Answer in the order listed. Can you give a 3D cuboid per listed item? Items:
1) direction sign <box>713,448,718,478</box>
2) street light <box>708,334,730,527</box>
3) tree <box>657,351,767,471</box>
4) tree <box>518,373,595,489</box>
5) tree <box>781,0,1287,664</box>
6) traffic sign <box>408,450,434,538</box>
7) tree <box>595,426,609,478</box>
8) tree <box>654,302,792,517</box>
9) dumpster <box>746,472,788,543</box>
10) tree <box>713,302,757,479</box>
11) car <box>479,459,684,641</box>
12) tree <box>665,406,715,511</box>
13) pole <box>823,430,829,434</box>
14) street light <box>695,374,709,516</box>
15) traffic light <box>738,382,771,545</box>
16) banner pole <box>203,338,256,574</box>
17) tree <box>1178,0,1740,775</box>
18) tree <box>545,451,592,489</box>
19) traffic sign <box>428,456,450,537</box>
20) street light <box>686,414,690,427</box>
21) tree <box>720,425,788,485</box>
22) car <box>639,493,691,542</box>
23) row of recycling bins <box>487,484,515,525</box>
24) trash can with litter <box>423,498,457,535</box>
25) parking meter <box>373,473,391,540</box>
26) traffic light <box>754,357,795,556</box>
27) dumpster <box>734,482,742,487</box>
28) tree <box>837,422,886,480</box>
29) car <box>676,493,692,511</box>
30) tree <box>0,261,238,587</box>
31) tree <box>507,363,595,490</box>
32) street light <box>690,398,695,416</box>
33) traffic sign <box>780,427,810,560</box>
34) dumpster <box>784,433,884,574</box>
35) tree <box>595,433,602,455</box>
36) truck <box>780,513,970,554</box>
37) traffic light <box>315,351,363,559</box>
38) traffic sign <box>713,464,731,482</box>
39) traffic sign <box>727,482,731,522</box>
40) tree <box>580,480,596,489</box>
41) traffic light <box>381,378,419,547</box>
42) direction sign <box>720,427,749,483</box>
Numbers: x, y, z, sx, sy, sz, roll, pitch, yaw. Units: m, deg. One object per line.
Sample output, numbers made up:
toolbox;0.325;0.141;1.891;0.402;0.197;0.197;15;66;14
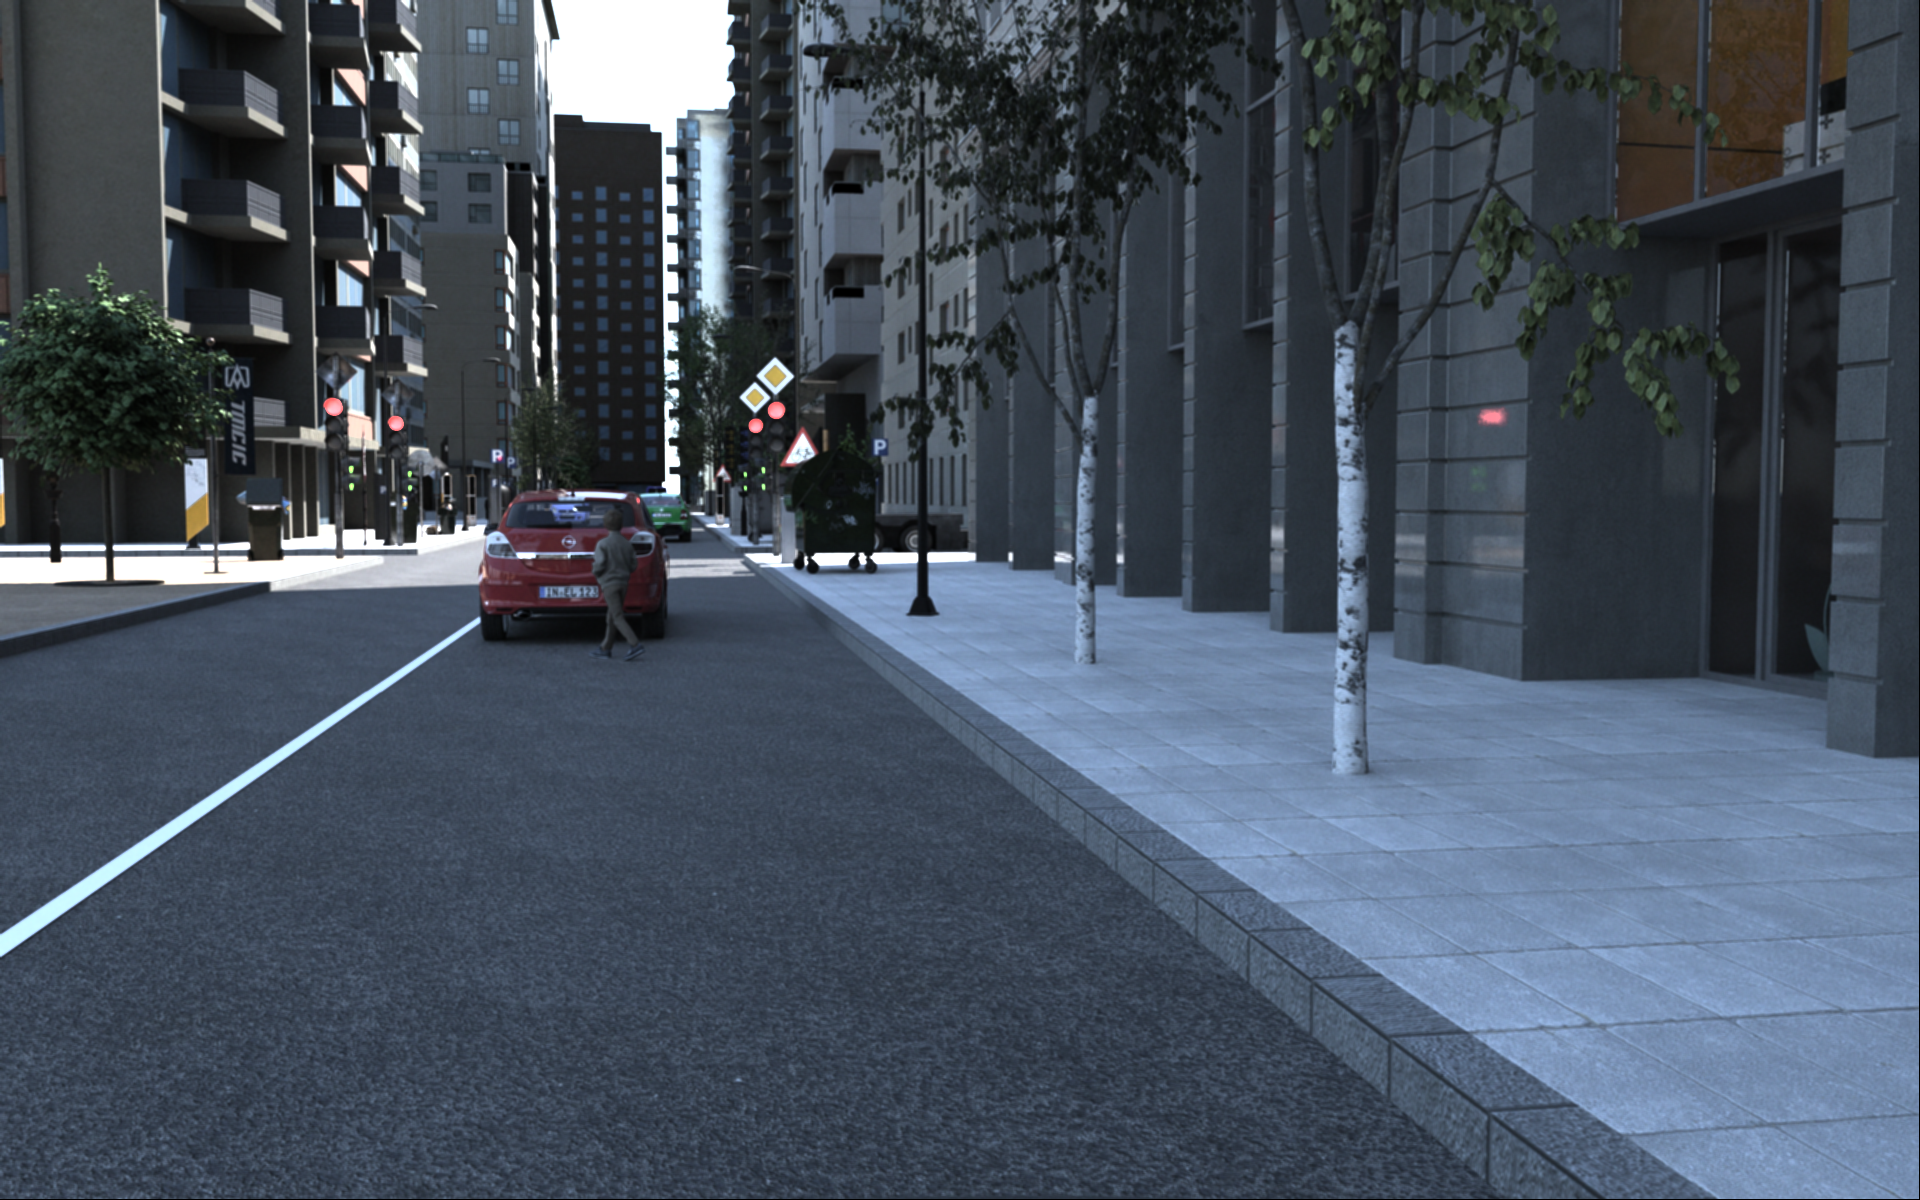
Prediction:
direction sign;-11.953;-5.756;86.111;0.379;3.537;0.876;2;4;34
street light;-6.497;-4.773;50.577;1.470;5.913;1.316;-1;4;-10
tree;-15.550;-10.736;109.939;7.601;10.594;8.767;0;4;4
tree;-24.718;-9.436;104.642;4.360;8.622;3.978;0;3;0
tree;0.862;-3.838;13.112;4.360;8.622;3.978;0;3;0
traffic sign;-15.565;-3.053;50.030;0.768;2.556;0.104;0;4;-1
tree;-37.308;-13.645;173.459;4.360;8.622;3.978;0;3;0
tree;-13.064;-10.376;95.401;9.928;11.665;9.643;0;3;0
dumpster;-5.012;-2.465;46.063;1.264;1.857;1.865;-1;4;-10
tree;-7.202;-6.913;63.390;4.360;8.622;3.978;0;3;0
car;-4.043;-0.580;18.528;2.155;1.783;4.494;-1;4;-9
tree;-20.042;-11.098;131.813;4.737;8.622;4.395;0;3;0
pole;-4.240;-3.738;54.956;0.158;3.312;0.155;0;3;0
street light;-9.395;-5.793;67.256;1.470;5.913;1.316;-1;4;-10
traffic light;-5.148;-3.334;43.437;0.839;4.253;0.868;-1;4;-10
banner pole;-11.794;-2.320;27.941;0.863;3.779;0.401;-2;4;-29
tree;1.831;-3.494;7.493;4.737;8.622;4.395;0;3;0
tree;-28.282;-8.632;124.846;4.285;4.588;4.351;0;3;0
traffic sign;-15.794;-3.124;52.266;0.795;2.450;0.064;0;4;-7
street light;-15.100;-7.848;100.848;1.470;5.913;1.316;-1;4;-10
tree;-9.167;-5.707;77.017;4.285;4.588;4.351;0;3;0
car;-9.174;-2.696;52.879;1.959;1.807;4.718;-1;4;-11
row of recycling bins;-19.244;-4.004;72.574;1.069;1.692;3.534;-1;4;-10
trash can with litter;-16.243;-2.611;54.071;1.055;1.170;0.624;1;4;10
parking meter;-16.034;-2.591;48.067;0.399;1.863;0.255;-3;5;-43
traffic light;-3.802;-2.853;35.566;0.839;4.253;0.868;-1;4;-10
dumpster;-6.738;-3.102;56.472;1.264;1.857;1.865;-1;4;-10
tree;-3.069;-3.197;46.865;1.663;3.219;1.824;0;3;0
car;-14.558;-4.762;86.893;2.155;1.783;4.494;0;4;-8
tree;-12.202;-2.501;24.599;4.285;4.588;4.351;0;3;0
tree;-23.675;-9.045;98.250;4.737;8.622;4.395;0;3;0
street light;-12.180;-6.805;83.808;1.470;5.913;1.316;-1;4;-10
traffic sign;-3.035;-2.048;33.495;0.884;2.594;0.081;0;4;-7
dumpster;-2.092;-1.594;28.556;1.502;2.255;1.985;-1;4;-10
tree;-30.556;-11.380;136.430;4.737;8.622;4.395;0;3;0
truck;5.217;-3.105;40.529;18.799;4.110;2.967;-1;4;-9
traffic light;-12.238;-2.764;34.112;0.839;4.253;0.868;-1;4;-10
traffic sign;-10.141;-4.535;74.151;0.884;2.594;0.081;0;4;-8
traffic sign;-10.700;-4.923;80.604;0.768;2.556;0.104;0;4;-8
tree;-39.760;-11.710;186.064;1.663;3.219;1.824;0;3;0
traffic light;-13.584;-3.245;41.983;0.839;4.253;0.868;-1;4;-10
direction sign;-7.530;-4.072;58.571;0.876;3.537;0.379;-2;4;-31
